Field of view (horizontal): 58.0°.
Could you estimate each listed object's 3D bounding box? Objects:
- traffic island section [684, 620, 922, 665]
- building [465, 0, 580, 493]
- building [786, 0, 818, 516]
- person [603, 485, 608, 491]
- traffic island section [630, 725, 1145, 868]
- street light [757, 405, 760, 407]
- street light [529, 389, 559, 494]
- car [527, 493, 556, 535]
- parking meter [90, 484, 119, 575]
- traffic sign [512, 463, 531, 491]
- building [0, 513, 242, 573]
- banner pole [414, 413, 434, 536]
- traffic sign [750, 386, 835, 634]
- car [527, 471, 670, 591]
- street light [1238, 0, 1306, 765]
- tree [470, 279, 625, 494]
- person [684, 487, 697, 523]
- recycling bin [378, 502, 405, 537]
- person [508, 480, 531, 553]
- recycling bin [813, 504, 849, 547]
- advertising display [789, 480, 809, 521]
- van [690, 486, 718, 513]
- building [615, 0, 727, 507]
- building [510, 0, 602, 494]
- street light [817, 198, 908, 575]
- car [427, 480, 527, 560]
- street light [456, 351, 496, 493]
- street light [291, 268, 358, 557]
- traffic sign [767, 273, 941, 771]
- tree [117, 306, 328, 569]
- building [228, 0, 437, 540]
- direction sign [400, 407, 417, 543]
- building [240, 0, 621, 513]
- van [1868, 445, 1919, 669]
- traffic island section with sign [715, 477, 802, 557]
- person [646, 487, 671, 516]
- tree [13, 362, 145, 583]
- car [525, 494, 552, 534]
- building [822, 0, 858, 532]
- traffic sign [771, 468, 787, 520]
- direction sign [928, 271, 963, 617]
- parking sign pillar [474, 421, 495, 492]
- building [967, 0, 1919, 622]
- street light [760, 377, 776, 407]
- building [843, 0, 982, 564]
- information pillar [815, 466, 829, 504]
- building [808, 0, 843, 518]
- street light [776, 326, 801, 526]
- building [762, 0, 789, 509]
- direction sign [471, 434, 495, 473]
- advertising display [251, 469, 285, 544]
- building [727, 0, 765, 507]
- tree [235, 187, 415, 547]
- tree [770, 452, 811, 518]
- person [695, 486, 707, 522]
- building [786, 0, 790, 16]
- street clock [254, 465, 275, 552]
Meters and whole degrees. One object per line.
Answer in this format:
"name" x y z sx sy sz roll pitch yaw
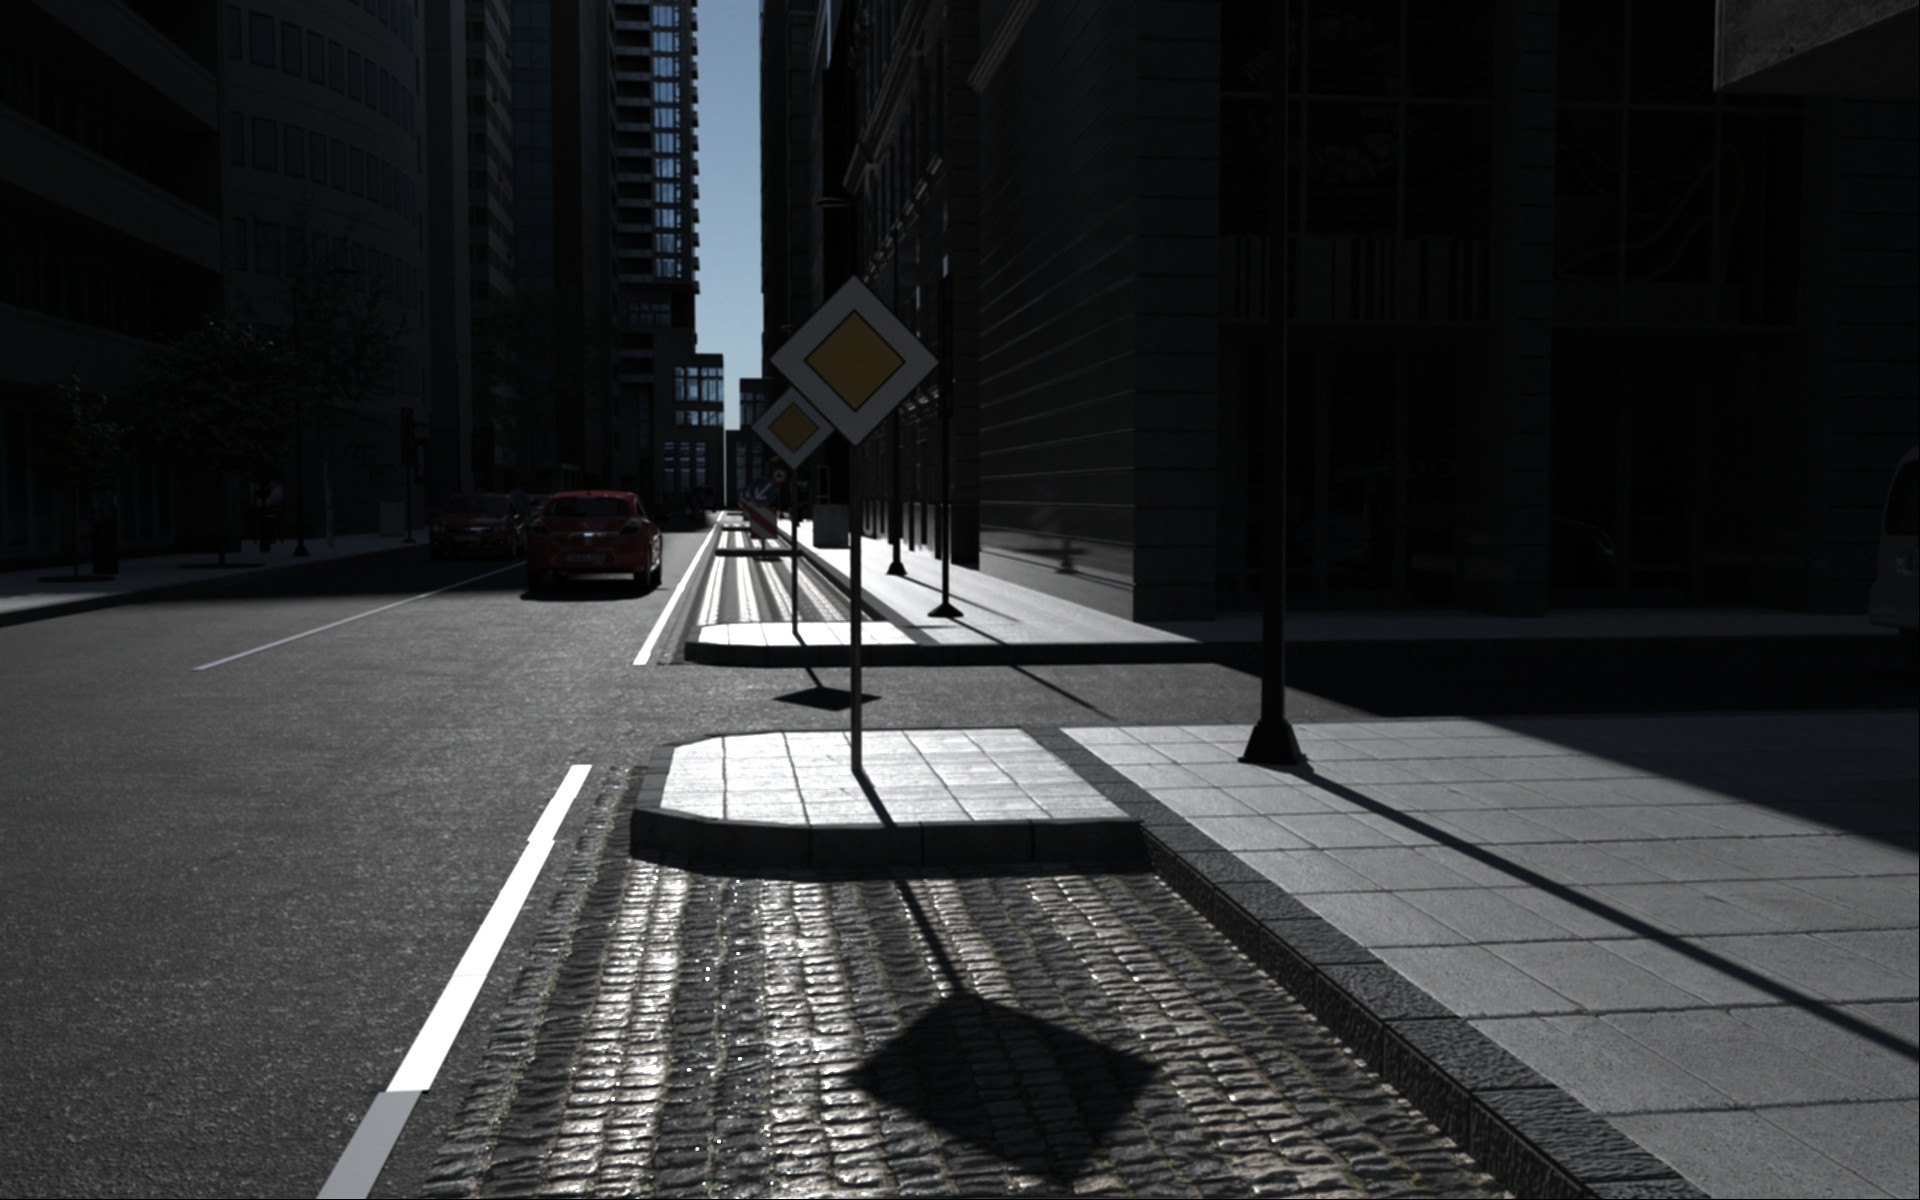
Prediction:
"traffic island section" -1.501 0.386 15.970 2.009 0.180 2.903 0 4 -7
"building" -38.814 -24.879 98.651 32.217 40.220 23.993 0 4 -7
"building" -3.557 -20.442 105.933 14.160 30.474 14.107 0 4 -7
"person" -15.157 -4.057 74.739 0.836 1.842 0.656 -1 4 -10
"traffic island section" -0.461 0.870 8.052 2.009 0.180 2.903 0 4 -7
"street light" -9.823 -7.189 90.087 1.470 5.913 1.316 0 4 -7
"street light" -18.452 -6.372 76.731 1.470 5.913 1.316 0 4 -7
"car" -14.572 -3.246 62.120 2.155 1.783 4.494 0 4 -7
"parking meter" -13.687 -1.180 27.706 0.372 1.533 0.369 0 3 0
"traffic sign" -17.759 -4.282 70.112 0.768 2.556 0.104 0 4 -4
"building" -25.111 -24.552 25.125 21.300 48.544 21.600 0 4 -7
"banner pole" -16.508 -3.882 53.485 0.401 3.779 0.863 3 4 38
"traffic sign" -1.523 -0.749 15.890 0.795 2.450 0.064 0 4 -7
"car" -5.689 -1.115 27.277 2.155 1.783 4.494 0 4 -6
"street light" 0.970 -2.176 8.113 1.470 5.913 1.316 0 4 -7
"tree" -20.229 -9.605 82.803 9.928 11.665 9.643 0 3 0
"person" -13.512 -4.771 86.719 0.699 1.804 1.509 1 4 15
"recycling bin" -17.101 -2.420 52.114 0.722 1.027 0.722 -1 4 -21
"person" -10.720 -2.027 41.981 0.601 1.785 0.444 0 4 -6
"recycling bin" -3.171 -1.835 42.553 0.722 1.027 0.722 1 4 15
"advertising display" -7.624 -4.691 81.915 0.974 1.923 0.123 -2 4 -24
"van" -20.144 -8.055 136.085 2.240 2.365 5.245 0 4 -8
"building" -40.643 -53.124 181.244 31.000 86.520 22.319 0 4 -7
"building" -35.157 -29.503 132.492 14.600 45.320 14.200 0 4 -7
"street light" -1.550 -3.357 27.436 1.470 5.913 1.316 0 4 -7
"car" -10.853 -1.842 39.160 2.155 1.783 4.494 -1 4 -9
"street light" -15.713 -5.115 56.179 1.470 5.913 1.316 0 4 -7
"street light" -13.061 -3.858 35.625 1.470 5.913 1.316 0 4 -7
"traffic sign" -0.484 -0.265 7.972 0.795 2.450 0.064 0 4 -7
"tree" -12.930 -2.857 30.427 4.285 4.588 4.351 0 3 0
"building" -29.456 -31.522 57.378 21.231 58.520 28.212 0 4 -7
"direction sign" -14.508 -3.276 45.554 0.379 3.537 0.876 0 4 3
"building" -44.245 -37.196 150.148 28.212 58.520 21.231 0 4 -7
"van" 9.316 -0.388 13.362 4.112 2.044 2.013 0 4 -7
"traffic island section with sign" -4.702 -1.941 40.360 1.989 1.847 2.006 0 4 -7
"person" -16.786 -5.370 96.401 1.348 1.812 0.705 -1 4 -11
"tree" -13.005 -1.883 25.397 1.663 3.219 1.824 0 3 0
"car" -13.952 -2.836 56.585 2.015 1.641 3.980 0 4 -7
"building" 1.505 -14.339 64.120 12.332 23.373 15.834 0 4 -7
"traffic sign" -8.790 -5.147 84.265 0.768 2.556 0.104 0 4 -5
"direction sign" -0.152 -1.597 18.105 0.379 3.537 0.876 -1 4 -9
"parking sign pillar" -17.419 -4.589 63.505 1.447 3.967 1.447 0 4 -1
"building" 15.633 -15.058 23.686 29.804 29.767 11.434 0 4 -7
"street light" -7.090 -5.906 69.103 1.470 5.913 1.316 0 4 -7
"building" 3.846 -15.073 43.700 12.463 27.353 25.104 0 4 -7
"information pillar" -3.602 -2.498 45.335 0.304 2.012 0.304 -1 4 -17
"building" -0.628 -16.133 81.800 12.078 24.808 19.932 0 4 -7
"street light" -4.277 -4.621 48.094 1.470 5.913 1.316 0 4 -7
"building" -6.756 -32.510 155.237 21.300 48.544 21.600 0 4 -7
"direction sign" -18.022 -4.494 65.480 0.876 3.537 0.379 0 4 1
"advertising display" -17.874 -2.418 44.747 0.123 1.923 0.974 2 4 27
"building" -9.630 -53.337 184.727 31.000 86.520 22.319 0 4 -7
"tree" -15.233 -5.584 41.668 4.360 8.622 3.978 0 3 0
"tree" -8.826 -6.756 94.181 4.285 4.588 4.351 0 3 0
"person" -13.305 -4.902 88.627 0.794 1.824 0.713 1 4 17
"building" -1.451 -31.151 128.933 23.786 49.044 30.456 0 4 -7
"street clock" -15.393 -2.063 38.293 0.471 2.002 0.358 -2 4 -34
